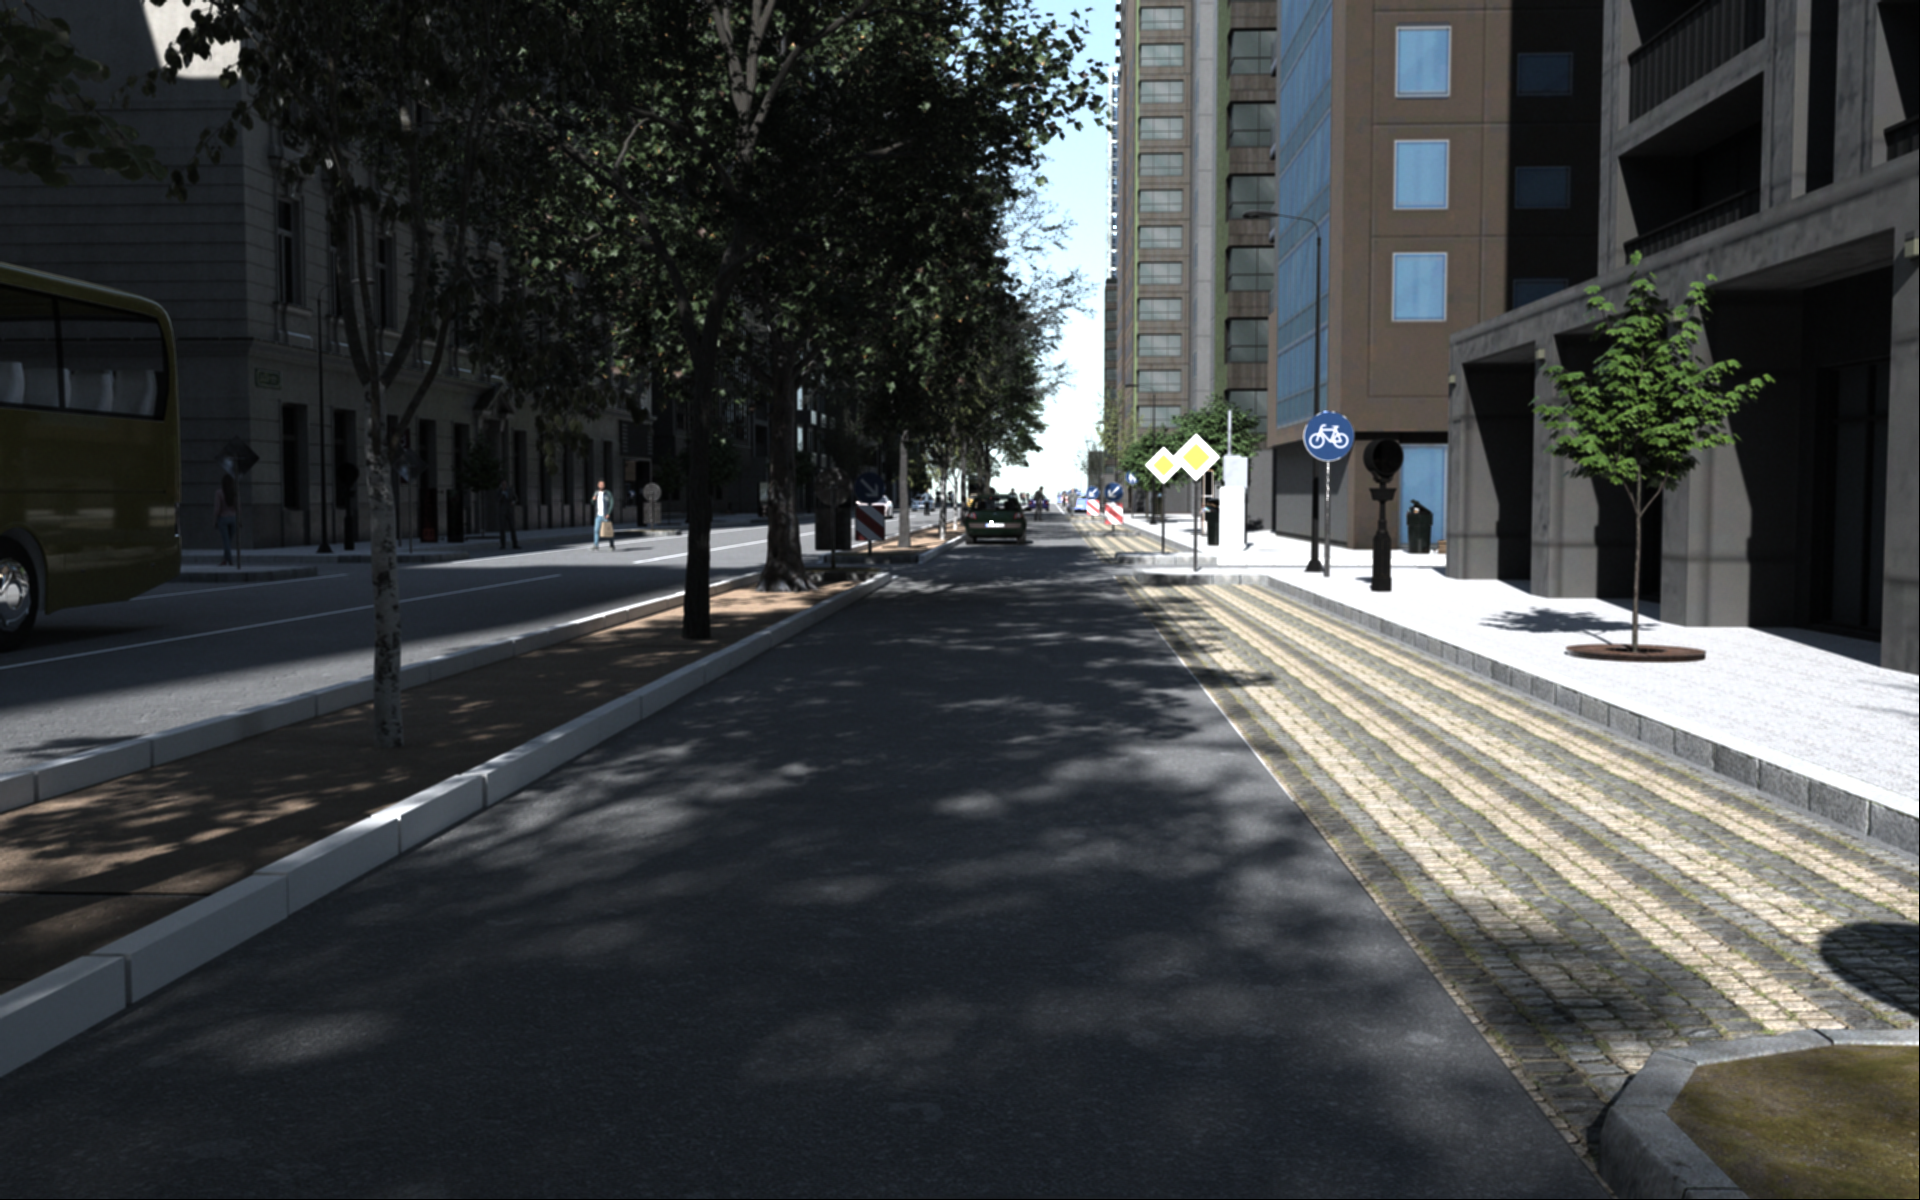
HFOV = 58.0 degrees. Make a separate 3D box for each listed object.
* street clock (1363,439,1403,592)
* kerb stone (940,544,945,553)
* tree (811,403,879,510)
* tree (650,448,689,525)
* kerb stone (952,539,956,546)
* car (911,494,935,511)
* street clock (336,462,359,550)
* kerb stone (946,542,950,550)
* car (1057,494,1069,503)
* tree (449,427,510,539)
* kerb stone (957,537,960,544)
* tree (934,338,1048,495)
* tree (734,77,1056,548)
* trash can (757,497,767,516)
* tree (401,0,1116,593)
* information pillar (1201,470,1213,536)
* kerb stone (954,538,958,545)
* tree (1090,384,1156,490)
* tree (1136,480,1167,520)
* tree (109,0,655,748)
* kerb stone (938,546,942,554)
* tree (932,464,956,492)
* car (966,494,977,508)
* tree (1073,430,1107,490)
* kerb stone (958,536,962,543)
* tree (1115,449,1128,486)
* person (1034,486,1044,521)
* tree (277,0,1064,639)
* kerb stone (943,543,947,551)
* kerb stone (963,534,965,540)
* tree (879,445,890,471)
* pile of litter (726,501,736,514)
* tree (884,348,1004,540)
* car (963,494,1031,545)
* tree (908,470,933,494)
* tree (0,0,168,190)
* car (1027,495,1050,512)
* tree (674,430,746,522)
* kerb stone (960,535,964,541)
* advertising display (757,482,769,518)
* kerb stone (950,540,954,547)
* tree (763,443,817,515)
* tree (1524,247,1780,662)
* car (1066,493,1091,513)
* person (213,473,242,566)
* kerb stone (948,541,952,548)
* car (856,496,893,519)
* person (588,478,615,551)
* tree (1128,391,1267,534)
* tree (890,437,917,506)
[{"bbox_3d":[5.568,-1.117,22.828,0.471,2.002,0.358,-1,4,-18],"label":"street clock"},{"bbox_3d":[-0.520,-1.195,41.737,0.120,0.150,1.000,0,4,3],"label":"kerb stone"},{"bbox_3d":[-9.081,-11.051,131.039,4.360,8.622,3.978,0,3,0],"label":"tree"},{"bbox_3d":[-12.040,-4.757,72.379,1.663,3.219,1.824,0,3,0],"label":"tree"},{"bbox_3d":[-0.270,-1.508,46.859,0.120,0.150,1.000,0,4,3],"label":"kerb stone"},{"bbox_3d":[-3.057,-8.123,144.811,2.014,1.417,4.499,0,4,3],"label":"car"},{"bbox_3d":[-13.985,-2.143,39.603,0.471,2.002,0.358,0,4,-8],"label":"street clock"},{"bbox_3d":[-0.417,-1.319,43.788,0.120,0.150,1.000,0,4,3],"label":"kerb stone"},{"bbox_3d":[15.078,-14.901,253.218,1.945,1.707,3.694,0,4,2],"label":"car"},{"bbox_3d":[-13.892,-3.381,49.886,1.663,3.219,1.824,0,3,0],"label":"tree"},{"bbox_3d":[-0.164,-1.633,48.900,0.120,0.150,1.000,0,4,3],"label":"kerb stone"},{"bbox_3d":[1.541,-10.455,99.159,9.928,11.665,9.643,0,3,0],"label":"tree"},{"bbox_3d":[-1.499,-8.126,45.682,12.009,13.543,11.850,0,3,0],"label":"tree"},{"bbox_3d":[-11.285,-5.358,99.249,0.748,1.137,0.748,0,3,0],"label":"trash can"},{"bbox_3d":[-2.598,-6.458,25.058,9.611,12.733,9.660,0,3,0],"label":"tree"},{"bbox_3d":[7.557,-2.967,52.998,0.304,2.012,0.304,0,4,-8],"label":"information pillar"},{"bbox_3d":[-0.207,-1.570,47.879,0.120,0.150,1.000,0,4,3],"label":"kerb stone"},{"bbox_3d":[10.597,-10.076,115.099,4.737,8.622,4.395,0,3,0],"label":"tree"},{"bbox_3d":[9.964,-5.652,87.018,1.663,3.219,1.824,0,3,0],"label":"tree"},{"bbox_3d":[-3.225,-3.454,9.287,4.360,8.622,3.978,0,3,0],"label":"tree"},{"bbox_3d":[-0.581,-1.132,40.708,0.120,0.150,1.000,0,4,3],"label":"kerb stone"},{"bbox_3d":[-2.568,-18.986,260.783,4.360,8.622,3.978,0,3,0],"label":"tree"},{"bbox_3d":[1.619,-10.085,175.111,2.015,1.641,3.980,0,4,3],"label":"car"},{"bbox_3d":[15.204,-15.201,198.894,4.360,8.622,3.978,0,3,0],"label":"tree"},{"bbox_3d":[-0.109,-1.695,49.929,0.120,0.150,1.000,0,4,3],"label":"kerb stone"},{"bbox_3d":[9.185,-5.795,78.458,4.285,4.588,4.351,0,3,0],"label":"tree"},{"bbox_3d":[4.229,-5.126,92.114,0.447,1.846,0.655,-3,5,-43],"label":"person"},{"bbox_3d":[-2.642,-4.866,16.425,8.767,10.594,7.601,0,4,3],"label":"tree"},{"bbox_3d":[-0.468,-1.258,42.768,0.120,0.150,1.000,0,4,3],"label":"kerb stone"},{"bbox_3d":[-0.011,-1.821,51.983,0.120,0.150,1.000,0,4,3],"label":"kerb stone"},{"bbox_3d":[-8.558,-11.663,141.059,4.360,8.622,3.978,0,3,0],"label":"tree"},{"bbox_3d":[-14.881,-5.881,110.112,1.176,0.858,1.719,-2,4,-34],"label":"pile of litter"},{"bbox_3d":[-0.565,-6.204,54.252,4.737,8.622,4.395,0,3,0],"label":"tree"},{"bbox_3d":[1.060,-2.488,50.469,2.009,1.686,4.222,0,4,2],"label":"car"},{"bbox_3d":[-4.987,-14.090,214.087,4.285,4.588,4.351,0,3,0],"label":"tree"},{"bbox_3d":[-3.498,-5.046,3.093,7.486,12.596,7.792,0,3,0],"label":"tree"},{"bbox_3d":[6.527,-8.013,143.585,1.945,1.354,3.894,0,4,3],"label":"car"},{"bbox_3d":[-11.719,-5.971,81.336,4.285,4.588,4.351,0,3,0],"label":"tree"},{"bbox_3d":[-0.054,-1.752,50.957,0.120,0.150,1.000,0,4,3],"label":"kerb stone"},{"bbox_3d":[-10.691,-5.441,94.180,0.123,1.923,0.974,2,4,26],"label":"advertising display"},{"bbox_3d":[-0.317,-1.444,45.835,0.120,0.150,1.000,0,4,3],"label":"kerb stone"},{"bbox_3d":[-10.505,-7.557,107.269,4.285,4.588,4.351,0,3,0],"label":"tree"},{"bbox_3d":[5.343,-1.172,13.760,1.663,3.219,1.824,0,3,0],"label":"tree"},{"bbox_3d":[9.121,-7.547,132.979,1.945,1.707,3.694,0,4,3],"label":"car"},{"bbox_3d":[-13.841,-1.484,32.770,0.388,1.821,0.555,2,4,33],"label":"person"},{"bbox_3d":[-0.367,-1.383,44.814,0.120,0.150,1.000,0,4,3],"label":"kerb stone"},{"bbox_3d":[-4.917,-5.355,99.918,2.083,1.381,4.827,0,4,3],"label":"car"},{"bbox_3d":[-8.822,-2.106,42.924,0.794,1.824,0.713,3,4,36],"label":"person"},{"bbox_3d":[8.200,-4.392,55.516,4.285,4.588,4.351,0,3,0],"label":"tree"},{"bbox_3d":[-6.548,-14.351,184.993,4.360,8.622,3.978,0,3,0],"label":"tree"}]
